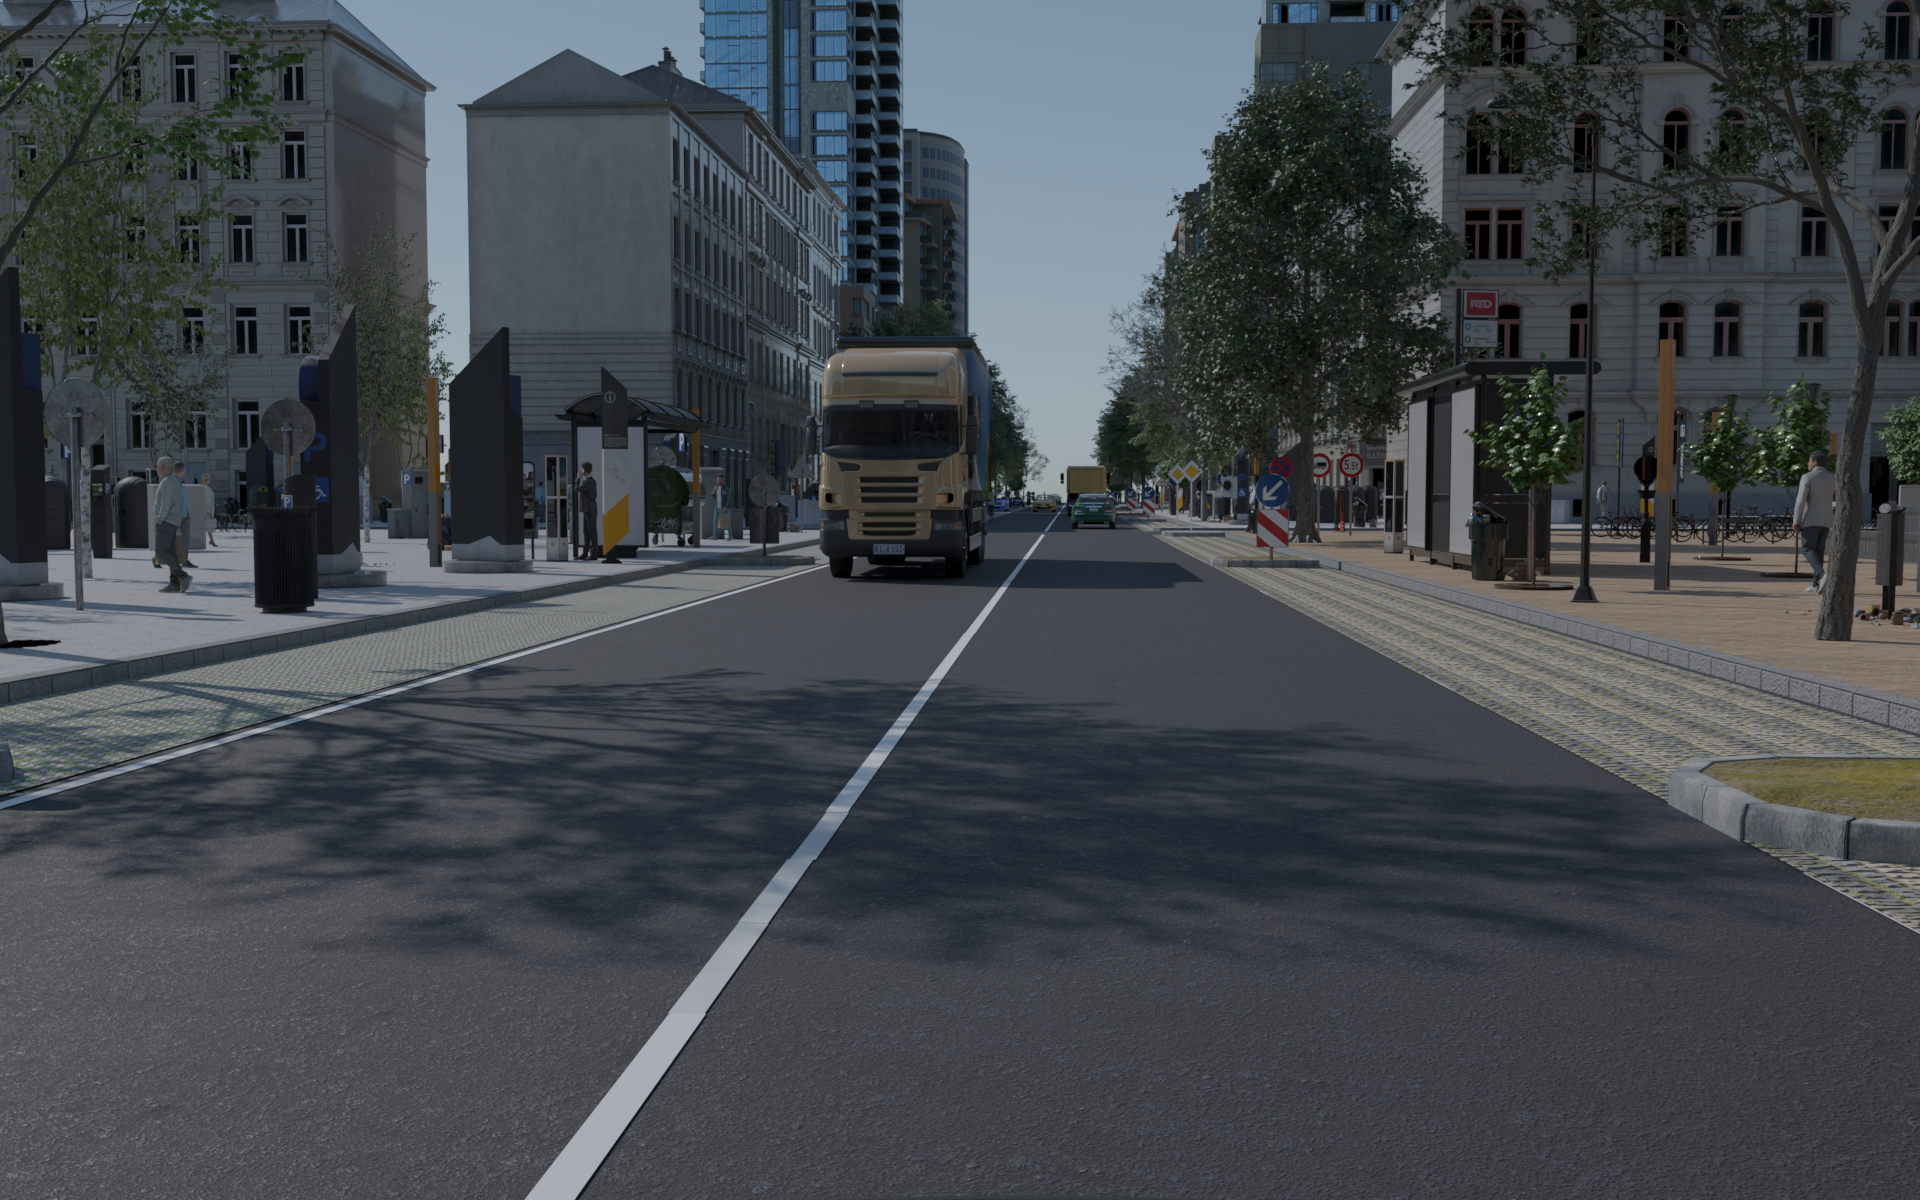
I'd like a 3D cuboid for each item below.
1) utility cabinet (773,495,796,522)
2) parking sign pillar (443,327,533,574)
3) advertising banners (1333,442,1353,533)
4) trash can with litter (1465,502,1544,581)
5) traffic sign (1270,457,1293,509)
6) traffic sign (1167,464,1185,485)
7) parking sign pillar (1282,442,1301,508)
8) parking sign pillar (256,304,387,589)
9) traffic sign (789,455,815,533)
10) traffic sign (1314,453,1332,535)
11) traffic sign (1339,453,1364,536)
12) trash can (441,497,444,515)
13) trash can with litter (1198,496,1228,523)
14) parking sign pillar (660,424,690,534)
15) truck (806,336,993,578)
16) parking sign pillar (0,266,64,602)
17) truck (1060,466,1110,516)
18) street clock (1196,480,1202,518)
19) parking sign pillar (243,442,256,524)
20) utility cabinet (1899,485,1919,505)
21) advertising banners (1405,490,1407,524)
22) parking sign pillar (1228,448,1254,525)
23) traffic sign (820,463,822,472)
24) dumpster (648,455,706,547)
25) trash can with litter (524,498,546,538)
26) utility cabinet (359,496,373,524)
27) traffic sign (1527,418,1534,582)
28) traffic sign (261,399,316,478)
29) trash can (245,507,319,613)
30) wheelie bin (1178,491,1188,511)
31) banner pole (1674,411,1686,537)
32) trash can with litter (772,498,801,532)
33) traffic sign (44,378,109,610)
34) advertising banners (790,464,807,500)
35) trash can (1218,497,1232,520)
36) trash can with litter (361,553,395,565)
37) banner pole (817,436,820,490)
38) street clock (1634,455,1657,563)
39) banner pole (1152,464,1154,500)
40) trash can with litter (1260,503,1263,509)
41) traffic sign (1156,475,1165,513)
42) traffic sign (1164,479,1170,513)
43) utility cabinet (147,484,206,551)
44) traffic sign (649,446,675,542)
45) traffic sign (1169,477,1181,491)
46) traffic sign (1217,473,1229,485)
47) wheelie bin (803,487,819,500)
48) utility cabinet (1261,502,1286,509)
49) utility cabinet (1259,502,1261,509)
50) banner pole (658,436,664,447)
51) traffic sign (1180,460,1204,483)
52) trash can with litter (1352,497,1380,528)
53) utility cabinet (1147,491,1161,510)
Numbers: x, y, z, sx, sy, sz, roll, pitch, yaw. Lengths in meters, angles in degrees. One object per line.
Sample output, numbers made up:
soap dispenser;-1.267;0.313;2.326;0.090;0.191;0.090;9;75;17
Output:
utility cabinet;-8.023;-4.150;79.011;1.020;1.237;0.306;0;4;-3
parking sign pillar;-7.798;-2.449;28.510;1.447;3.967;1.447;2;4;32
advertising banners;12.858;-3.791;58.173;0.090;3.025;2.074;0;4;-3
trash can with litter;8.090;-0.879;25.760;1.055;1.170;0.624;0;4;4
traffic sign;10.937;-3.605;59.053;0.768;2.556;0.104;0;4;4
traffic sign;8.431;-3.962;66.975;0.795;2.593;0.064;0;4;4
parking sign pillar;17.286;-6.249;90.650;1.447;3.967;1.447;3;5;43
parking sign pillar;-8.757;-2.177;24.064;1.447;3.967;1.447;0;4;-3
traffic sign;-5.263;-3.517;57.510;0.884;2.594;0.081;1;4;10
traffic sign;11.163;-3.290;53.893;0.768;2.556;0.104;0;4;6
traffic sign;12.050;-3.259;53.384;0.768;2.556;0.104;1;4;11
trash can;-34.211;-6.284;114.400;0.748;1.137;0.748;0;3;0
trash can with litter;11.872;-4.048;77.242;2.233;1.210;1.678;3;4;37
parking sign pillar;-9.318;-4.166;56.592;1.447;3.967;1.447;0;4;8
truck;-0.851;-2.707;33.176;2.839;4.237;11.283;0;4;4
parking sign pillar;-11.759;-1.992;21.047;1.447;3.967;1.447;2;4;24
truck;8.521;-7.421;117.264;3.469;3.379;9.791;0;4;3
street clock;12.688;-5.315;91.463;0.471;2.002;0.358;0;4;-6
parking sign pillar;-30.350;-5.299;75.104;1.447;3.967;1.447;2;4;29
utility cabinet;23.315;-2.025;41.780;1.173;1.500;0.318;1;4;23
advertising banners;18.953;-4.707;73.151;2.074;3.025;0.090;-3;4;-39
parking sign pillar;11.914;-5.118;72.144;1.447;3.967;1.447;1;4;23
traffic sign;-4.546;-3.717;60.877;0.768;2.556;0.104;0;4;4
dumpster;-7.219;-2.464;42.788;1.502;2.255;1.985;0;4;4
trash can with litter;-12.520;-2.354;49.870;0.624;1.170;1.055;-3;4;-39
utility cabinet;-25.795;-3.896;74.860;0.306;1.237;1.020;1;4;14
traffic sign;8.293;-1.530;25.125;0.768;2.556;0.104;1;4;8
traffic sign;-9.005;-1.413;23.213;0.768;2.556;0.104;0;4;6
trash can;-7.340;-0.437;18.795;0.748;1.137;0.748;0;3;0
wheelie bin;16.807;-7.508;130.662;0.693;1.594;0.980;2;4;26
banner pole;21.636;-3.794;52.041;0.401;3.779;0.863;0;4;7
trash can with litter;-5.789;-2.864;58.208;1.055;1.170;0.624;1;4;20
traffic sign;-9.720;-1.158;19.047;0.768;2.556;0.104;0;4;8
advertising banners;-9.046;-6.441;101.498;2.074;3.025;0.090;-2;4;-33
trash can;12.881;-4.448;84.376;0.748;1.137;0.748;0;3;0
trash can with litter;-11.486;-1.261;31.680;1.678;1.210;2.233;-3;5;-39
banner pole;-6.060;-5.163;74.438;0.401;3.779;0.863;0;4;-4
street clock;12.850;-1.704;32.432;0.471;2.002;0.358;1;4;21
banner pole;14.803;-8.744;132.973;0.401;3.779;0.863;0;4;2
trash can with litter;15.052;-4.510;85.122;0.624;1.170;1.055;1;4;9
traffic sign;13.835;-7.267;118.827;0.884;2.594;0.081;1;4;11
traffic sign;13.975;-7.058;115.507;0.768;2.556;0.104;1;4;11
utility cabinet;-17.570;-1.847;38.877;0.318;1.500;1.173;3;5;39
traffic sign;-7.914;-2.809;46.041;0.768;2.556;0.104;1;4;9
traffic sign;13.356;-6.570;107.520;0.768;2.556;0.104;0;4;8
traffic sign;15.639;-6.284;102.855;0.768;2.556;0.104;0;4;6
wheelie bin;-6.140;-3.938;72.295;0.693;1.594;0.980;-2;4;-31
utility cabinet;12.047;-3.368;66.231;0.306;1.237;1.020;-2;4;-25
utility cabinet;22.062;-7.048;126.403;0.306;1.237;1.020;-3;5;-44
banner pole;-12.985;-5.216;75.296;0.401;3.779;0.863;-2;4;-28
traffic sign;7.911;-3.475;59.007;0.795;2.593;0.064;0;4;4
trash can with litter;15.580;-3.367;66.439;1.055;1.170;0.624;1;4;19
utility cabinet;15.678;-8.023;139.862;1.173;1.500;0.318;-2;4;-29
